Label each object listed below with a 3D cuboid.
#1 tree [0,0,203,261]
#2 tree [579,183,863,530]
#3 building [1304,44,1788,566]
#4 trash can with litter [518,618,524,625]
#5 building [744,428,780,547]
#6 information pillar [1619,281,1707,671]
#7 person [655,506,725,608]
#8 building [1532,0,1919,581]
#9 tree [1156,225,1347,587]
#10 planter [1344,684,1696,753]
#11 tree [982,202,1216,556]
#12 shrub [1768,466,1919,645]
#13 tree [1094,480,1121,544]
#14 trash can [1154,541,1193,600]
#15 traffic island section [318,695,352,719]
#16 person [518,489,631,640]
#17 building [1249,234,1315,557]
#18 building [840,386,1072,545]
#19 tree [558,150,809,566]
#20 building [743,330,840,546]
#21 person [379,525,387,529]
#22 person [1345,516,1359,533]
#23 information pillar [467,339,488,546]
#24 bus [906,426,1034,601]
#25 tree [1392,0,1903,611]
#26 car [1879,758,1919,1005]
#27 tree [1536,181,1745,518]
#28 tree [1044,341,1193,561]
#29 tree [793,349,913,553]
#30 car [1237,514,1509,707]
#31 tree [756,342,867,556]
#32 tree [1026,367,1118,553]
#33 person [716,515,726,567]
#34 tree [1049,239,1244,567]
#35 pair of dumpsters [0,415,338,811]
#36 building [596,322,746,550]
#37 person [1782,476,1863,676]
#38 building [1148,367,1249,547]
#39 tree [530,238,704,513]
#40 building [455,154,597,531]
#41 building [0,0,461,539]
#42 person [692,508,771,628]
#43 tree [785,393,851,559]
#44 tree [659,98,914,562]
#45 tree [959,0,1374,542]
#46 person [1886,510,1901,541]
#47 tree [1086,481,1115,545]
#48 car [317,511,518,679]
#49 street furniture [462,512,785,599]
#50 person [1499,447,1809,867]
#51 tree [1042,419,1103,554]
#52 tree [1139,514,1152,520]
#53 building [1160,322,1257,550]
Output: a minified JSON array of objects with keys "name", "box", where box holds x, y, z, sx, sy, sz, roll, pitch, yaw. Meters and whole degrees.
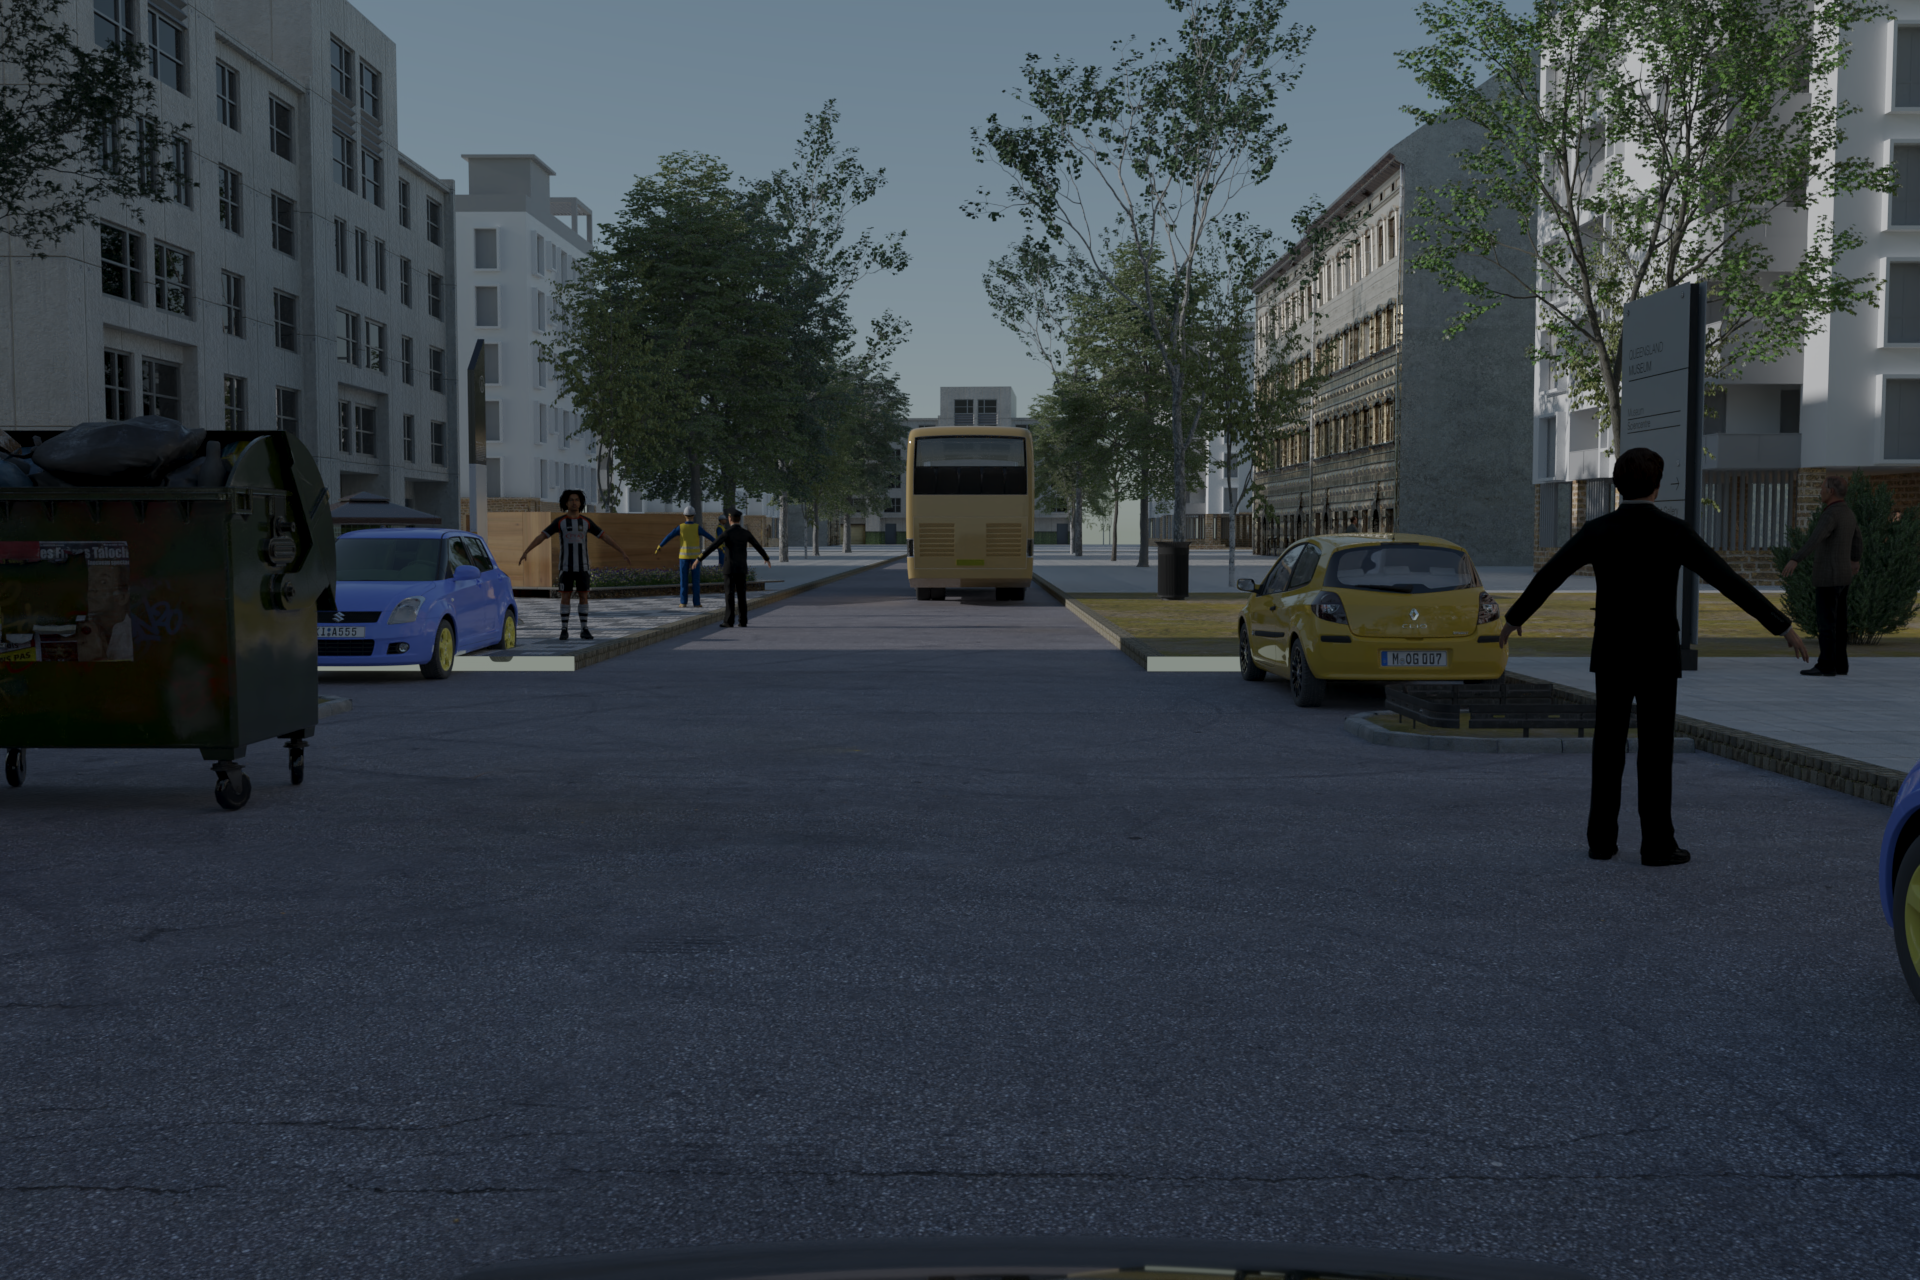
[{"name":"tree","box":[-11.772,-5.013,16.374,8.767,10.594,7.601,-2,4,-34]},{"name":"tree","box":[-8.426,-9.517,62.259,9.857,13.997,8.962,0,3,0]},{"name":"building","box":[26.715,-15.061,77.169,19.493,23.208,18.063,0,4,1]},{"name":"trash can with litter","box":[-6.428,-0.733,23.365,1.055,1.170,0.624,0,4,0]},{"name":"building","box":[-23.740,-19.025,167.474,16.016,20.090,11.380,0,4,1]},{"name":"information pillar","box":[6.849,-1.569,16.977,0.184,3.620,1.656,0,4,0]},{"name":"person","box":[-4.722,-1.459,30.312,1.216,1.772,0.721,0,4,-5]},{"name":"building","box":[24.040,-12.153,55.116,16.016,20.090,11.380,0,4,1]},{"name":"tree","box":[6.826,-5.593,41.801,4.737,8.622,4.395,0,3,0]},{"name":"planter","box":[3.811,0.540,12.313,1.991,0.319,1.994,0,4,-1]},{"name":"tree","box":[8.104,-14.840,98.518,12.611,20.169,13.585,0,3,0]},{"name":"shrub","box":[10.407,-0.991,20.239,1.661,2.075,1.752,0,3,0]},{"name":"tree","box":[18.792,-16.144,214.315,4.360,8.622,3.978,0,3,0]},{"name":"trash can","box":[4.148,-1.348,33.690,0.748,1.137,0.748,0,3,0]},{"name":"traffic island section","box":[-5.954,0.564,13.653,1.991,0.108,1.994,0,4,1]},{"name":"person","box":[-4.692,-0.913,21.074,1.345,1.843,0.704,-1,4,-21]},{"name":"building","box":[27.232,-16.248,96.590,19.493,23.208,18.063,0,3,0]},{"name":"building","box":[-1.759,-21.138,214.525,31.486,18.905,16.747,0,4,4]},{"name":"tree","box":[-8.401,-8.196,52.124,7.486,12.596,7.792,0,3,0]},{"name":"building","box":[-23.087,-21.957,189.928,19.493,23.208,18.063,0,4,0]},{"name":"person","box":[-17.442,-2.857,52.565,0.705,1.847,1.347,-2,4,-23]},{"name":"person","box":[11.520,-2.716,50.681,0.705,1.796,1.348,-1,4,-20]},{"name":"information pillar","box":[-5.741,-1.792,20.652,0.183,3.616,0.504,0,4,0]},{"name":"bus","box":[0.251,-2.971,40.124,2.896,3.916,12.252,0,4,0]},{"name":"tree","box":[11.050,-6.279,28.419,9.928,11.665,9.643,0,3,0]},{"name":"car","box":[3.650,0.350,3.875,1.945,1.707,3.694,0,4,1]},{"name":"tree","box":[14.106,-5.235,35.958,4.737,8.622,4.395,0,3,0]},{"name":"tree","box":[7.647,-9.032,82.088,7.601,10.594,8.767,-1,4,-10]},{"name":"tree","box":[-7.869,-12.958,118.522,9.857,13.997,8.962,0,3,0]},{"name":"car","box":[3.618,-0.339,15.764,2.015,1.641,3.980,0,4,0]},{"name":"tree","box":[-8.852,-11.237,101.859,7.486,12.596,7.792,0,3,0]},{"name":"tree","box":[7.494,-12.212,117.801,7.486,12.596,7.792,0,3,0]},{"name":"person","box":[-6.783,-2.670,49.623,0.705,1.833,1.349,0,4,1]},{"name":"tree","box":[7.196,-9.141,67.586,7.486,12.596,7.792,0,3,0]},{"name":"pair of dumpsters","box":[-5.802,-0.268,9.325,4.436,2.255,1.574,0,4,0]},{"name":"building","box":[-24.555,-17.639,144.818,16.016,20.090,11.380,0,4,0]},{"name":"person","box":[7.891,-0.584,15.725,1.348,1.807,0.705,-3,4,-39]},{"name":"building","box":[24.863,-19.917,182.061,16.016,20.090,11.380,0,4,1]},{"name":"tree","box":[-8.787,-5.740,44.203,4.737,8.622,4.395,0,3,0]},{"name":"building","box":[-26.092,-14.148,87.732,16.016,20.090,11.380,0,4,-1]},{"name":"building","box":[-28.604,-11.497,54.441,16.747,18.905,31.486,0,4,0]},{"name":"person","box":[-3.470,-1.116,26.639,1.347,1.837,0.705,-2,4,-35]},{"name":"tree","box":[-7.702,-8.481,89.030,4.737,8.622,4.395,0,3,0]},{"name":"tree","box":[-7.797,-13.526,77.046,12.611,20.169,13.585,0,3,0]},{"name":"tree","box":[6.287,-12.129,54.195,12.611,20.169,13.585,0,3,0]},{"name":"person","box":[20.968,-1.997,38.792,1.346,1.812,0.704,-3,5,-44]},{"name":"tree","box":[17.662,-15.888,210.124,4.360,8.622,3.978,0,3,0]},{"name":"car","box":[-5.891,-0.526,18.190,1.945,1.707,3.694,0,4,0]},{"name":"street furniture","box":[-7.497,-1.907,38.041,9.812,1.723,11.010,2,4,28]},{"name":"person","box":[2.972,0.065,7.588,1.347,1.806,0.705,3,5,42]},{"name":"tree","box":[7.130,-9.803,110.643,4.360,8.622,3.978,0,3,0]},{"name":"tree","box":[25.685,-18.058,213.382,7.486,12.596,7.792,0,3,0]},{"name":"building","box":[23.115,-18.251,154.828,16.016,20.090,11.380,0,3,0]}]
